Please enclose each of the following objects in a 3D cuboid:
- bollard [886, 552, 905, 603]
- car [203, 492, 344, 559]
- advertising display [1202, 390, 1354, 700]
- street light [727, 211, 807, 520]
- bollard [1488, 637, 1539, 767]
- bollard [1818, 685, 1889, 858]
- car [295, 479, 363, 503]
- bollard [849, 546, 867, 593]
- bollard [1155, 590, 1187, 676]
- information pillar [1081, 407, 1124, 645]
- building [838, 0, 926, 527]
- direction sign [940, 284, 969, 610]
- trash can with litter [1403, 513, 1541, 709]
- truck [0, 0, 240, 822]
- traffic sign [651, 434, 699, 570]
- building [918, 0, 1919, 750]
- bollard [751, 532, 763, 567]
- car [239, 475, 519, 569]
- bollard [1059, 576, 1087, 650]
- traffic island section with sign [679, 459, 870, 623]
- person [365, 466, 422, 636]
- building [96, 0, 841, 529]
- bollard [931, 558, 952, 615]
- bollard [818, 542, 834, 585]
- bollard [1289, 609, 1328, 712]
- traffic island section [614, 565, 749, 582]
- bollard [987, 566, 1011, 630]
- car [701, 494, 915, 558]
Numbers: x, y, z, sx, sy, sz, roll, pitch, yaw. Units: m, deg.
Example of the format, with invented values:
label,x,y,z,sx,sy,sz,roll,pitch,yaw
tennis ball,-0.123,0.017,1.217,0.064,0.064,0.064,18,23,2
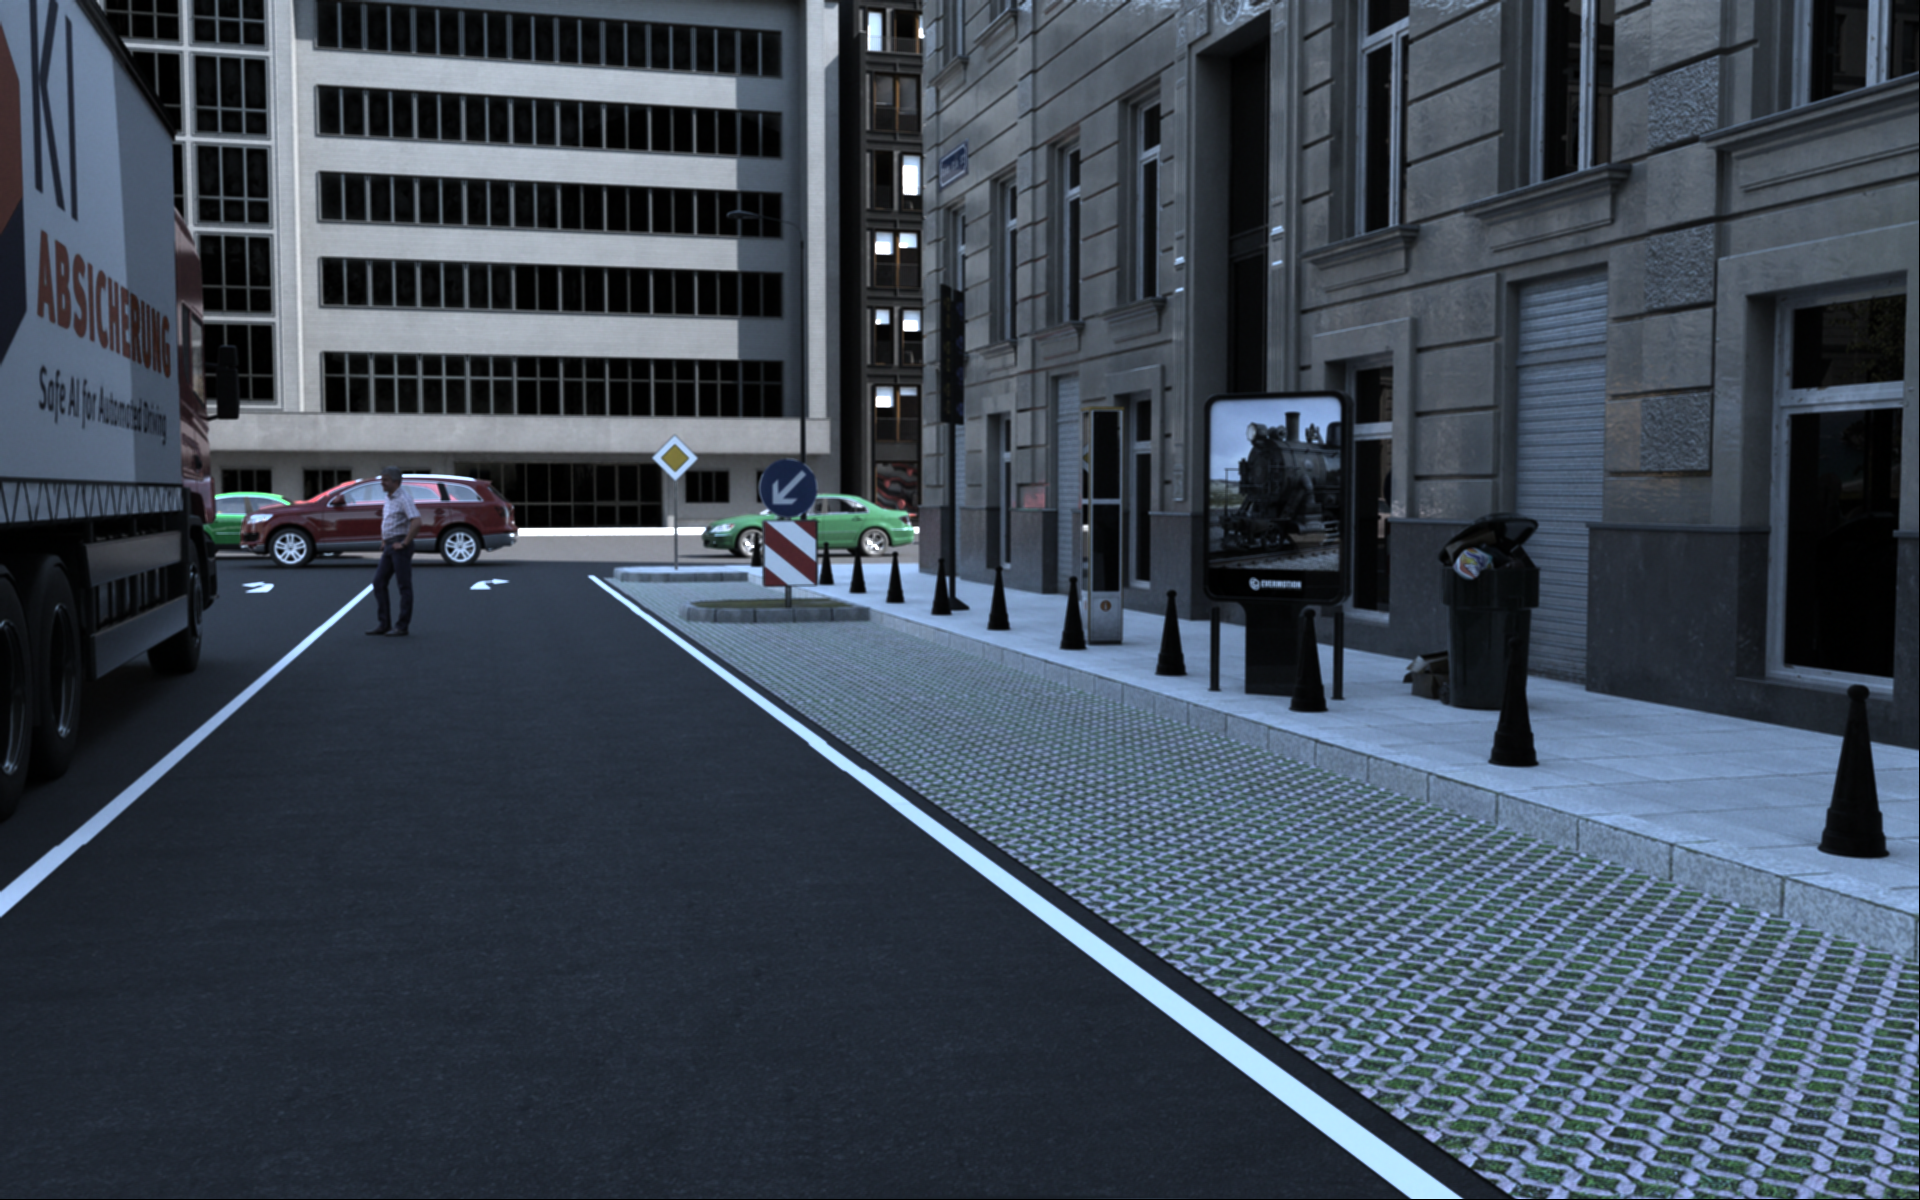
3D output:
label,x,y,z,sx,sy,sz,roll,pitch,yaw
bollard,-0.765,-0.271,20.472,0.229,0.601,0.229,0,3,0
car,-15.582,-1.835,38.793,4.718,1.807,1.959,-1,4,-17
advertising display,2.009,-0.355,11.011,0.974,1.923,0.123,2,4,34
street light,-3.142,-3.436,28.725,1.470,5.913,1.316,-1,4,-15
bollard,2.636,0.478,8.232,0.229,0.601,0.229,0,3,0
bollard,3.204,0.602,6.193,0.229,0.601,0.229,0,3,0
car,-15.057,-2.129,43.489,5.304,1.827,2.281,-1,4,-16
bollard,-1.328,-0.396,22.514,0.229,0.601,0.229,0,3,0
bollard,1.501,0.229,12.305,0.229,0.601,0.229,0,3,0
information pillar,1.213,-0.629,14.776,0.304,2.012,0.304,-1,4,-9
building,2.236,-14.894,73.193,15.834,23.373,12.332,-1,4,-15
direction sign,-0.086,-1.661,19.160,0.379,3.537,0.876,1,4,15
trash can with litter,3.072,0.046,10.642,0.624,1.170,1.055,-1,4,-16
truck,-6.271,-1.310,10.338,2.839,4.237,11.283,-1,4,-17
traffic sign,-4.812,-1.568,29.281,0.795,2.450,0.064,-1,4,-15
building,7.997,-13.464,17.394,12.463,27.353,25.104,-1,4,-15
bollard,-3.599,-0.895,30.677,0.229,0.601,0.229,0,3,0
car,-11.575,-1.591,34.685,5.304,1.827,2.281,-1,4,-16
bollard,0.938,0.104,14.342,0.229,0.601,0.229,0,3,0
traffic island section with sign,-2.218,-0.700,20.081,1.989,1.847,2.006,-1,4,-15
person,-5.745,-0.494,17.517,0.436,1.711,0.756,-2,4,-35
building,-20.454,-15.192,67.463,30.058,24.678,14.314,-1,4,-15
bollard,-0.198,-0.146,18.435,0.229,0.601,0.229,0,3,0
bollard,-1.896,-0.521,24.562,0.229,0.601,0.229,0,3,0
bollard,2.070,0.353,10.270,0.229,0.601,0.229,0,3,0
traffic island section,-4.792,-0.433,29.364,2.009,0.180,2.903,-1,4,-15
bollard,0.367,-0.022,16.399,0.229,0.601,0.229,0,3,0
car,-3.505,-1.726,40.017,4.920,1.459,2.131,-1,4,-16
